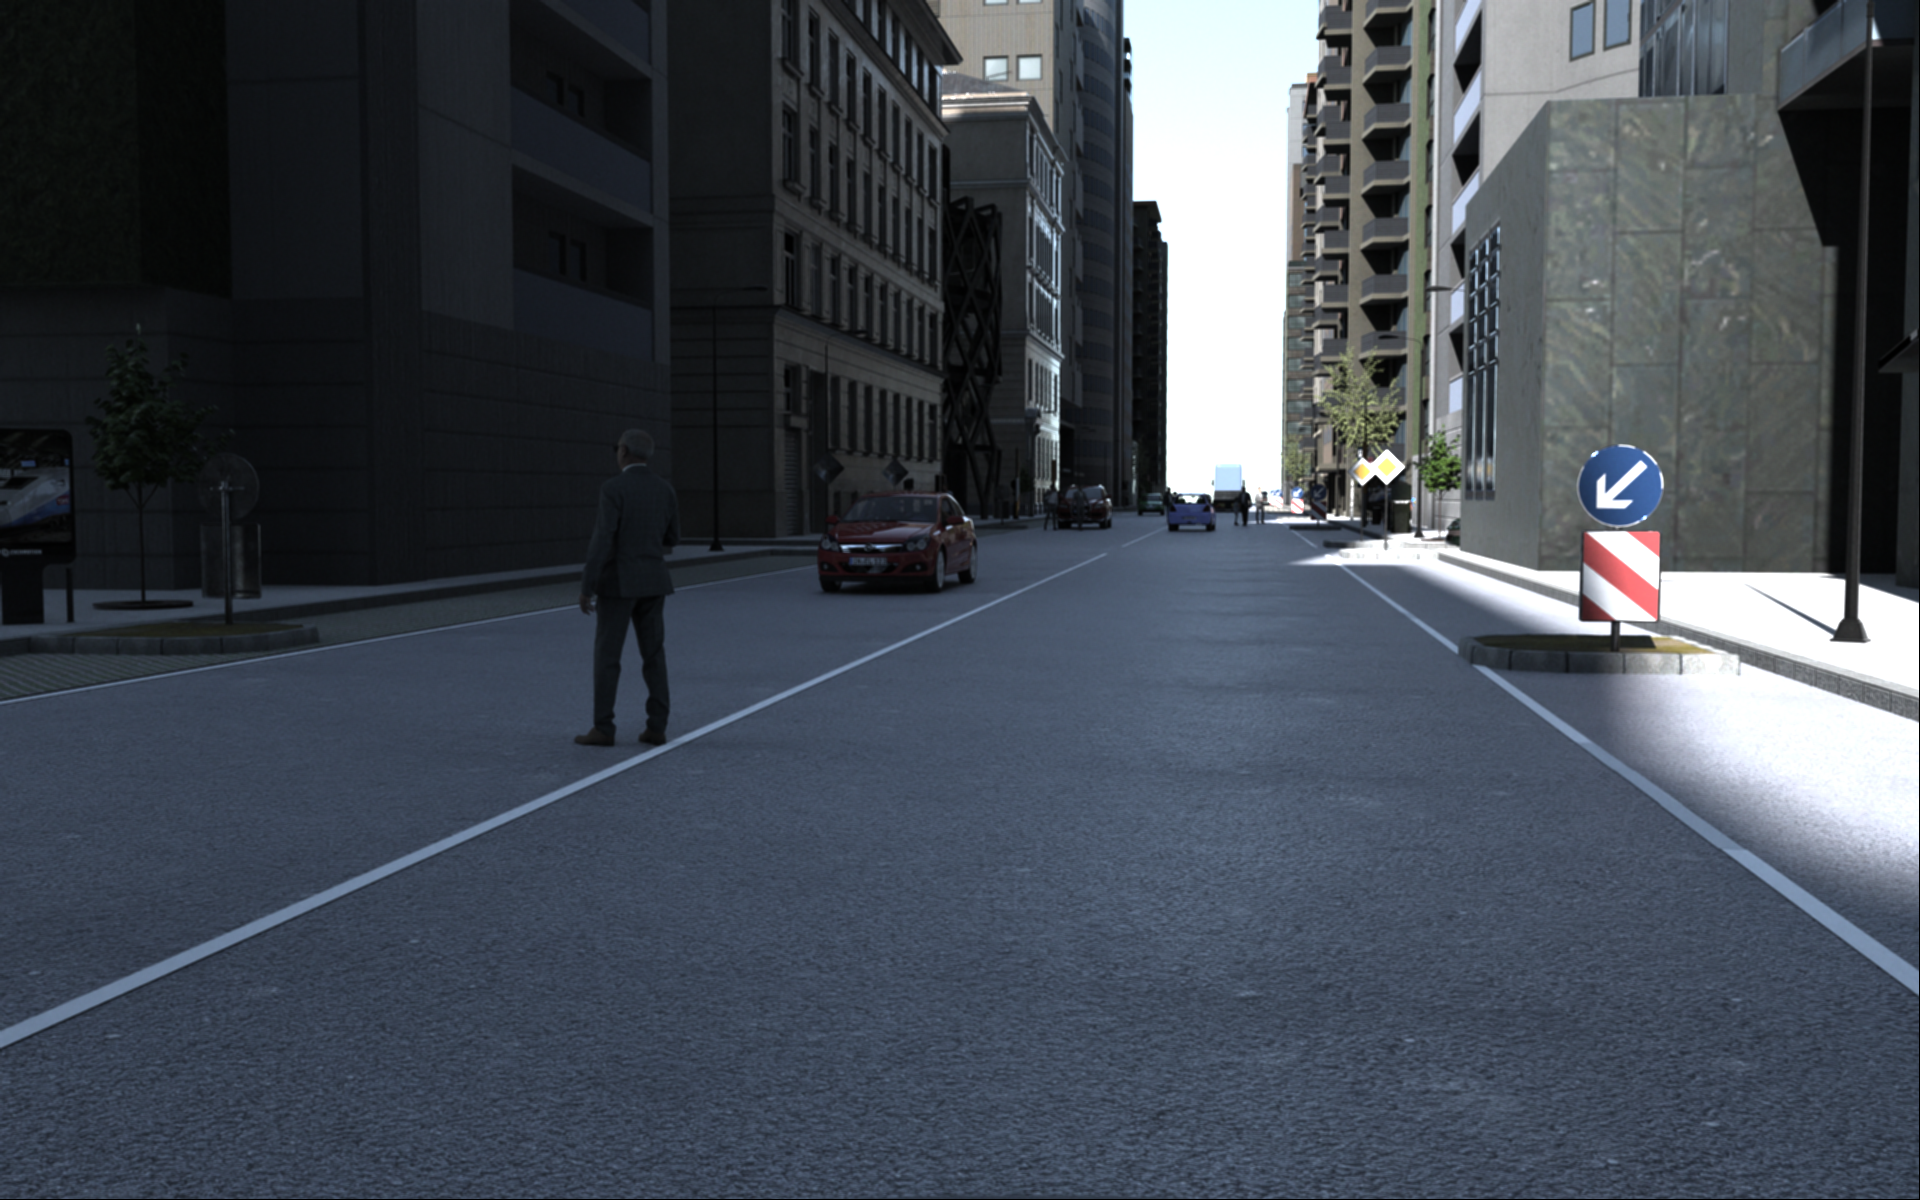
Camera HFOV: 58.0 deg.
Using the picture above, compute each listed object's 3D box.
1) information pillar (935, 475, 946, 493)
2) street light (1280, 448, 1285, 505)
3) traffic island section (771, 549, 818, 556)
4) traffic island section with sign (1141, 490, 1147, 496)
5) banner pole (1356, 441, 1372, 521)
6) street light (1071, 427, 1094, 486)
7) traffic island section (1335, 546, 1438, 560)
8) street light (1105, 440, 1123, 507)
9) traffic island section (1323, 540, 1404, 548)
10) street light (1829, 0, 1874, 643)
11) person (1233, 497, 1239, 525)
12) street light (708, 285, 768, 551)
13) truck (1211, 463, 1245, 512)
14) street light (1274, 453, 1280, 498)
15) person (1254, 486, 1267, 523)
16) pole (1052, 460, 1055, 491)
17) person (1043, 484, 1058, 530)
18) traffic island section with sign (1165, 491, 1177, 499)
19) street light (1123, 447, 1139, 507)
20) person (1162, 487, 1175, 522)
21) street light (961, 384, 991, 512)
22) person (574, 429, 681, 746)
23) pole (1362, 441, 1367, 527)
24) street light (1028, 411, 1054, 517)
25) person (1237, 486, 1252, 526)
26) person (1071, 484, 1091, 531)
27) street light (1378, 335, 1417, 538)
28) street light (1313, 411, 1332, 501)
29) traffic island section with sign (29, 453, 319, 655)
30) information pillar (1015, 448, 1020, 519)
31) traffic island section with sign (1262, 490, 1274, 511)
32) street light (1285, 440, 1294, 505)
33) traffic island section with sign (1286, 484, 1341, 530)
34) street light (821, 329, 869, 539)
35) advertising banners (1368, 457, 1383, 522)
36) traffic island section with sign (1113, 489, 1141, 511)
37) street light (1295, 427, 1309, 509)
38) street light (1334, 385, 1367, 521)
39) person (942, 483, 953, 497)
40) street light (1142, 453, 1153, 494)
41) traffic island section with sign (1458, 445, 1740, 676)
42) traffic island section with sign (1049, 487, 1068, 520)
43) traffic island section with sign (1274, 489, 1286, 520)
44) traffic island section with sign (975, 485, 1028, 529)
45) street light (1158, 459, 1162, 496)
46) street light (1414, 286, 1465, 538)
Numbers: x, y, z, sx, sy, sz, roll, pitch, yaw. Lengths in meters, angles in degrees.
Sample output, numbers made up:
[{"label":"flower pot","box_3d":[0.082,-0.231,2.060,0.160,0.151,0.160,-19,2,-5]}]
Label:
[{"label":"information pillar","box_3d":[-0.743,-3.720,65.320,0.304,2.012,0.304,-3,5,-42]},{"label":"street light","box_3d":[32.974,-12.249,172.804,1.470,5.913,1.316,1,4,9]},{"label":"traffic island section","box_3d":[-3.151,-1.155,41.159,2.009,0.180,2.903,1,4,9]},{"label":"traffic island section with sign","box_3d":[18.444,-10.100,173.767,1.989,1.847,2.006,1,4,9]},{"label":"banner pole","box_3d":[19.116,-5.604,81.637,0.863,3.779,0.401,0,3,0]},{"label":"street light","box_3d":[8.304,-9.034,120.240,1.470,5.913,1.316,1,4,9]},{"label":"traffic island section","box_3d":[9.622,-1.028,39.082,2.009,0.180,2.903,1,4,9]},{"label":"street light","box_3d":[13.052,-10.793,149.003,1.470,5.913,1.316,1,4,9]},{"label":"traffic island section","box_3d":[10.906,-1.510,46.963,2.009,0.180,2.903,1,4,9]},{"label":"street light","box_3d":[7.228,-2.597,15.009,1.470,5.913,1.316,1,4,9]},{"label":"person","box_3d":[12.768,-4.106,79.912,0.394,1.301,0.425,-2,4,-35]},{"label":"street light","box_3d":[-4.958,-4.049,38.749,1.470,5.913,1.316,1,4,9]},{"label":"truck","box_3d":[22.604,-9.550,145.906,2.967,4.110,18.799,1,4,9]},{"label":"street light","box_3d":[38.567,-14.395,207.904,1.470,5.913,1.316,1,4,9]},{"label":"person","box_3d":[14.669,-4.632,84.437,0.606,1.804,0.583,-3,5,-43]},{"label":"pole","box_3d":[5.586,-6.697,103.332,0.158,3.312,0.155,0,3,0]},{"label":"person","box_3d":[3.591,-3.680,68.777,0.679,1.850,0.850,-2,4,-28]},{"label":"traffic island section with sign","box_3d":[27.477,-13.489,229.164,1.989,1.847,2.006,1,4,9]},{"label":"street light","box_3d":[16.876,-12.222,172.367,1.470,5.913,1.316,1,4,9]},{"label":"person","box_3d":[10.429,-4.746,86.439,0.623,1.781,0.721,-3,5,-43]},{"label":"street light","box_3d":[0.633,-6.175,73.494,1.470,5.913,1.316,1,4,9]},{"label":"person","box_3d":[-1.938,-0.079,9.968,0.590,1.801,0.661,3,5,40]},{"label":"pole","box_3d":[15.641,-4.475,67.014,0.158,3.312,0.155,0,3,0]},{"label":"street light","box_3d":[4.527,-7.603,96.847,1.470,5.913,1.316,1,4,9]},{"label":"person","box_3d":[12.892,-4.262,78.582,0.661,1.777,0.834,1,4,17]},{"label":"person","box_3d":[4.751,-3.635,68.054,0.709,1.813,0.853,-1,4,-22]},{"label":"street light","box_3d":[12.894,-4.773,50.583,1.470,5.913,1.316,1,4,9]},{"label":"street light","box_3d":[20.673,-7.630,97.290,1.470,5.913,1.316,1,4,9]},{"label":"traffic island section with sign","box_3d":[-7.199,-0.467,16.258,1.989,1.847,2.006,1,4,9]},{"label":"information pillar","box_3d":[2.929,-5.906,87.921,0.183,3.616,0.504,1,4,13]},{"label":"traffic island section with sign","box_3d":[26.565,-8.347,145.106,1.989,1.847,2.006,1,4,9]},{"label":"street light","box_3d":[28.989,-10.802,149.155,1.470,5.913,1.316,1,4,9]},{"label":"traffic island section with sign","box_3d":[14.268,-3.730,69.609,1.989,1.847,2.006,1,4,9]},{"label":"street light","box_3d":[-3.248,-4.680,49.057,1.470,5.913,1.316,1,4,9]},{"label":"advertising banners","box_3d":[19.442,-5.144,80.298,0.090,3.025,2.074,-1,4,-18]},{"label":"traffic island section with sign","box_3d":[14.018,-8.436,146.549,1.989,1.847,2.006,1,4,9]},{"label":"street light","box_3d":[25.242,-9.372,125.779,1.470,5.913,1.316,1,4,9]},{"label":"street light","box_3d":[16.746,-6.202,73.943,1.470,5.913,1.316,1,4,9]},{"label":"person","box_3d":[-0.461,-3.075,58.866,0.778,1.811,0.616,-2,4,-24]},{"label":"street light","box_3d":[20.709,-13.652,195.754,1.470,5.913,1.316,1,4,9]},{"label":"traffic island section with sign","box_3d":[5.336,-0.374,14.748,1.989,1.847,2.006,1,4,9]},{"label":"traffic island section with sign","box_3d":[6.069,-5.450,97.734,1.989,1.847,2.006,1,4,9]},{"label":"traffic island section with sign","box_3d":[18.606,-5.358,96.224,1.989,1.847,2.006,1,4,9]},{"label":"traffic island section with sign","box_3d":[1.738,-3.823,71.128,1.989,1.847,2.006,1,4,9]},{"label":"street light","box_3d":[26.130,-15.751,230.074,1.470,5.913,1.316,1,4,9]},{"label":"street light","box_3d":[11.071,-4.046,38.698,1.470,5.913,1.316,1,4,9]}]
